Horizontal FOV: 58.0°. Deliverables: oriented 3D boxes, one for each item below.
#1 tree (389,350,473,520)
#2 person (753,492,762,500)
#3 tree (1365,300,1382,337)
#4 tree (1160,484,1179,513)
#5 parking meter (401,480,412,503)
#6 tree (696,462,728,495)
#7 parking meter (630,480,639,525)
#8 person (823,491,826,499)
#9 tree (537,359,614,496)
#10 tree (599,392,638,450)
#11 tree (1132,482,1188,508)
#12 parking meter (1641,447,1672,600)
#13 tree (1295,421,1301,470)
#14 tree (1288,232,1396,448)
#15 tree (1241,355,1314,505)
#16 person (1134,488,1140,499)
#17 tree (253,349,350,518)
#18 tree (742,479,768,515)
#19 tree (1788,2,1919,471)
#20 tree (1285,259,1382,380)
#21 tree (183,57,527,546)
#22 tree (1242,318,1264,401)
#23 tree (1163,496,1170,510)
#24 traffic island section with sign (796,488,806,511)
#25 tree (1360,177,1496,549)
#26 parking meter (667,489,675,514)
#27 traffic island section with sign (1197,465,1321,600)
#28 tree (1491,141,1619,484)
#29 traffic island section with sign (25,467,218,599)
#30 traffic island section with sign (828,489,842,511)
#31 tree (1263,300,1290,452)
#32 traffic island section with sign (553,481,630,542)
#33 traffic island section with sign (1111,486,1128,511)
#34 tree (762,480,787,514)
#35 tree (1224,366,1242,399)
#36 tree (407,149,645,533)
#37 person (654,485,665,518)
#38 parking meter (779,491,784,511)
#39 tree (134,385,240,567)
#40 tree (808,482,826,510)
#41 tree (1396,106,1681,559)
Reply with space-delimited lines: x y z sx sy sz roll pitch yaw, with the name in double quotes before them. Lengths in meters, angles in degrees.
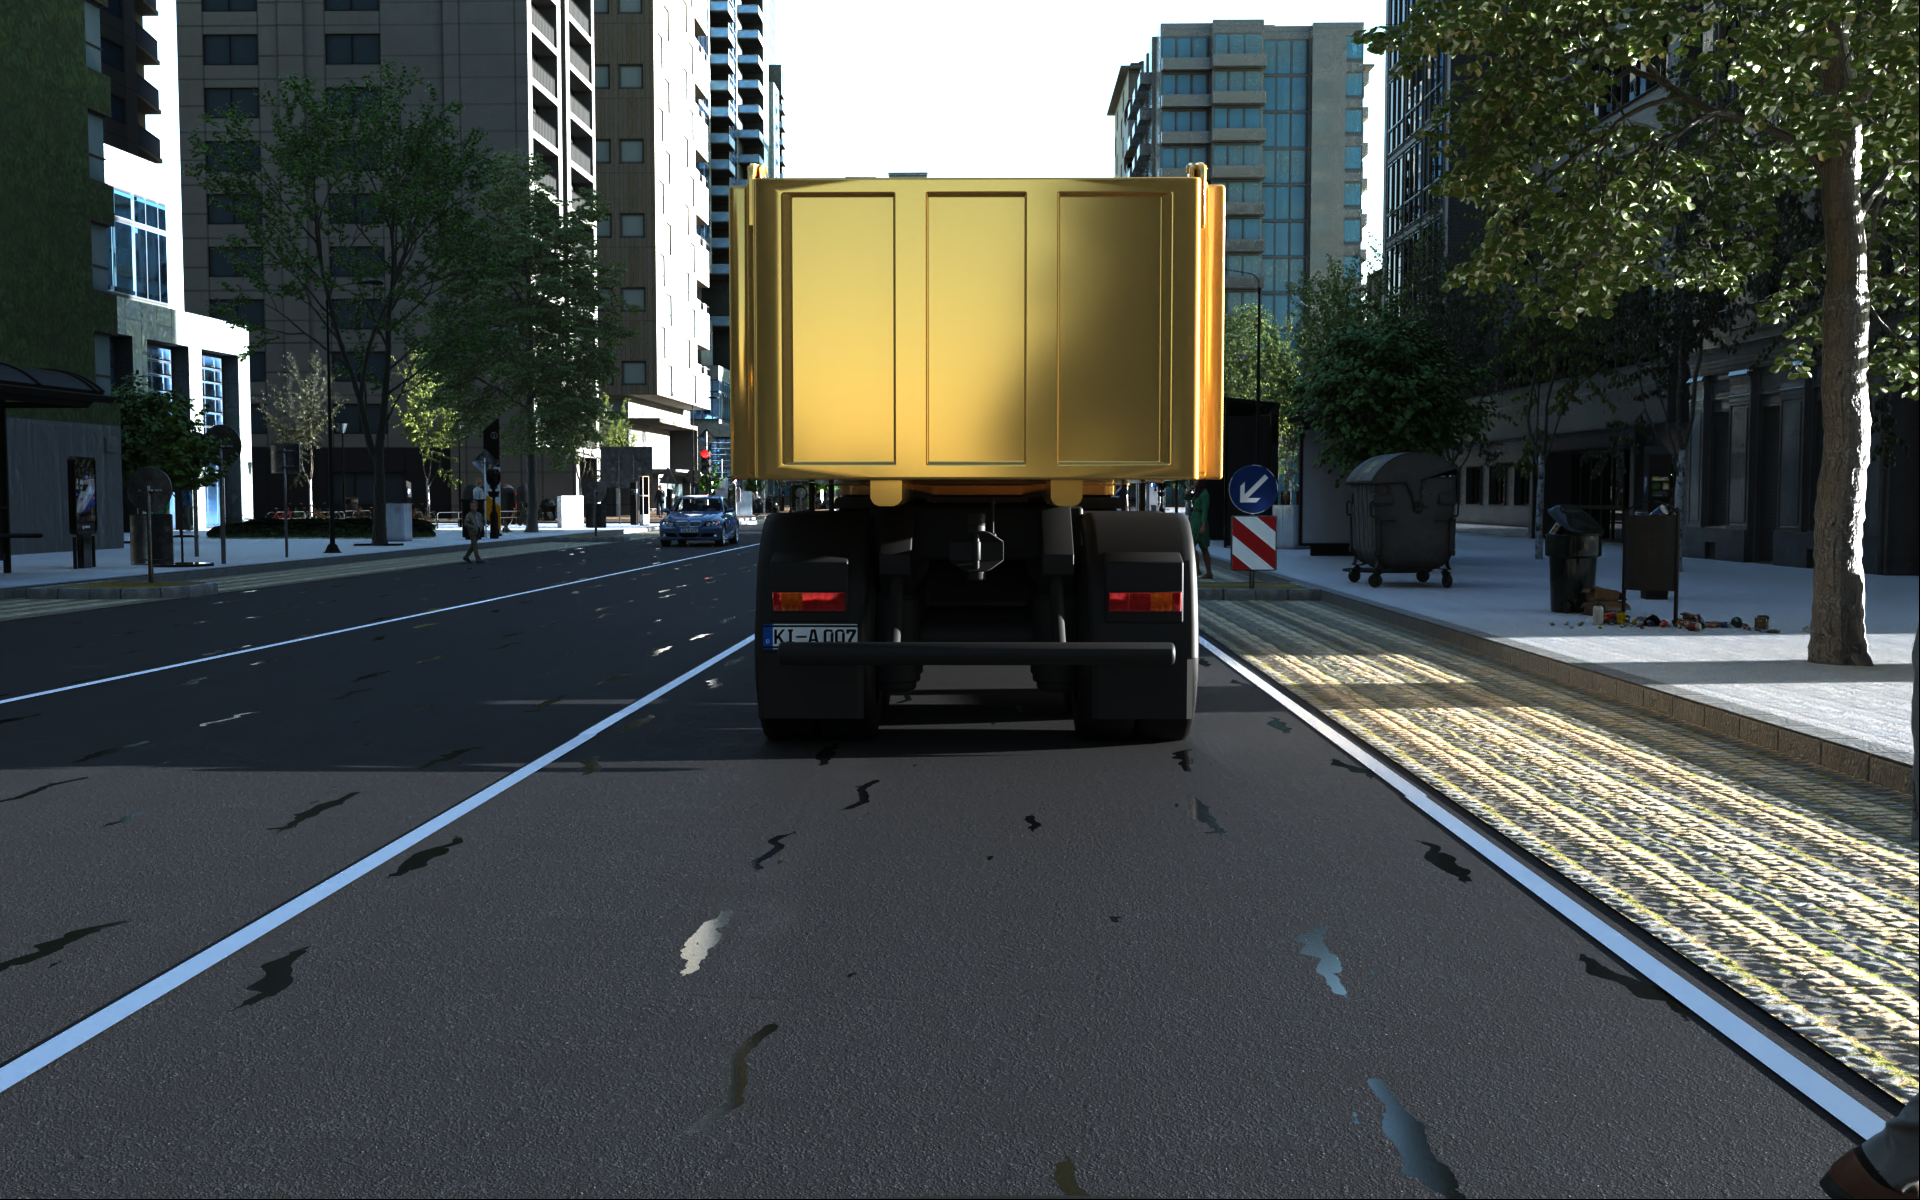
"tree" -26.234 -8.266 85.506 4.737 8.622 4.395 0 3 0
"person" -18.512 -9.269 157.704 0.853 1.813 0.709 2 4 32
"tree" 28.736 -12.674 113.870 9.857 13.997 8.962 0 3 0
"tree" 13.797 -10.216 117.385 4.737 8.622 4.395 0 3 0
"parking meter" -23.573 -4.164 73.792 0.255 1.863 0.399 1 4 17
"tree" -13.387 -5.931 91.568 1.663 3.219 1.824 0 3 0
"parking meter" -13.549 -4.058 72.054 0.255 1.863 0.399 0 4 7
"person" -13.276 -9.924 169.125 0.721 1.723 1.217 -1 4 -9
"tree" -19.056 -8.335 86.647 4.360 8.622 3.978 0 3 0
"tree" -24.885 -10.653 124.532 4.737 8.622 4.395 0 3 0
"tree" 12.705 -9.873 111.791 4.360 8.622 3.978 0 3 0
"parking meter" 8.502 -0.945 21.155 0.255 1.863 0.399 1 4 9
"tree" 33.045 -14.350 151.623 9.611 12.733 9.660 0 3 0
"tree" 11.832 -5.914 47.048 4.737 8.622 4.395 0 3 0
"tree" 17.683 -8.633 91.507 4.360 8.622 3.978 0 3 0
"person" 15.640 -8.920 152.278 0.661 1.777 0.834 0 4 -2
"tree" -32.984 -8.363 87.092 4.360 8.622 3.978 0 3 0
"tree" -13.058 -6.943 108.124 1.663 3.219 1.824 0 3 0
"tree" 11.612 -4.420 22.625 4.360 8.622 3.978 0 3 0
"tree" 30.880 -17.228 137.574 12.611 20.169 13.585 0 3 0
"tree" -14.507 -7.146 42.591 9.928 11.665 9.643 0 3 0
"tree" 12.046 -6.560 57.626 4.737 8.622 4.395 0 3 0
"tree" 16.316 -13.016 138.559 9.928 11.665 9.643 0 3 0
"traffic island section with sign" -9.833 -6.030 107.211 1.989 1.847 2.006 0 4 1
"tree" 11.403 -5.482 39.995 4.360 8.622 3.978 0 3 0
"parking meter" -13.856 -4.558 82.936 0.372 1.533 0.369 0 3 0
"traffic island section with sign" 3.866 -0.948 24.131 1.989 1.847 2.006 0 4 1
"tree" 11.828 -4.791 28.699 4.360 8.622 3.978 0 3 0
"traffic island section with sign" -11.649 -0.963 24.366 1.989 1.847 2.006 0 4 1
"traffic island section with sign" -9.236 -7.678 134.160 1.989 1.847 2.006 0 4 1
"tree" 12.088 -6.260 52.706 4.737 8.622 4.395 0 3 0
"traffic island section with sign" -11.035 -2.662 52.145 1.989 1.847 2.006 0 4 1
"traffic island section with sign" 4.457 -2.596 51.080 1.989 1.847 2.006 0 4 1
"tree" -12.552 -9.898 112.191 4.360 8.622 3.978 0 3 0
"tree" 12.545 -7.320 70.048 4.737 8.622 4.395 0 3 0
"tree" -14.497 -8.557 58.036 7.486 12.596 7.792 0 3 0
"person" -16.116 -5.294 93.015 0.576 1.772 0.534 -2 4 -28
"parking meter" -13.567 -7.545 131.773 0.372 1.533 0.369 0 3 0
"tree" -13.786 -2.202 30.610 1.663 3.219 1.824 0 3 0
"tree" -12.027 -9.064 142.798 1.663 3.219 1.824 0 3 0
"tree" 11.640 -5.112 33.940 4.737 8.622 4.395 0 3 0
